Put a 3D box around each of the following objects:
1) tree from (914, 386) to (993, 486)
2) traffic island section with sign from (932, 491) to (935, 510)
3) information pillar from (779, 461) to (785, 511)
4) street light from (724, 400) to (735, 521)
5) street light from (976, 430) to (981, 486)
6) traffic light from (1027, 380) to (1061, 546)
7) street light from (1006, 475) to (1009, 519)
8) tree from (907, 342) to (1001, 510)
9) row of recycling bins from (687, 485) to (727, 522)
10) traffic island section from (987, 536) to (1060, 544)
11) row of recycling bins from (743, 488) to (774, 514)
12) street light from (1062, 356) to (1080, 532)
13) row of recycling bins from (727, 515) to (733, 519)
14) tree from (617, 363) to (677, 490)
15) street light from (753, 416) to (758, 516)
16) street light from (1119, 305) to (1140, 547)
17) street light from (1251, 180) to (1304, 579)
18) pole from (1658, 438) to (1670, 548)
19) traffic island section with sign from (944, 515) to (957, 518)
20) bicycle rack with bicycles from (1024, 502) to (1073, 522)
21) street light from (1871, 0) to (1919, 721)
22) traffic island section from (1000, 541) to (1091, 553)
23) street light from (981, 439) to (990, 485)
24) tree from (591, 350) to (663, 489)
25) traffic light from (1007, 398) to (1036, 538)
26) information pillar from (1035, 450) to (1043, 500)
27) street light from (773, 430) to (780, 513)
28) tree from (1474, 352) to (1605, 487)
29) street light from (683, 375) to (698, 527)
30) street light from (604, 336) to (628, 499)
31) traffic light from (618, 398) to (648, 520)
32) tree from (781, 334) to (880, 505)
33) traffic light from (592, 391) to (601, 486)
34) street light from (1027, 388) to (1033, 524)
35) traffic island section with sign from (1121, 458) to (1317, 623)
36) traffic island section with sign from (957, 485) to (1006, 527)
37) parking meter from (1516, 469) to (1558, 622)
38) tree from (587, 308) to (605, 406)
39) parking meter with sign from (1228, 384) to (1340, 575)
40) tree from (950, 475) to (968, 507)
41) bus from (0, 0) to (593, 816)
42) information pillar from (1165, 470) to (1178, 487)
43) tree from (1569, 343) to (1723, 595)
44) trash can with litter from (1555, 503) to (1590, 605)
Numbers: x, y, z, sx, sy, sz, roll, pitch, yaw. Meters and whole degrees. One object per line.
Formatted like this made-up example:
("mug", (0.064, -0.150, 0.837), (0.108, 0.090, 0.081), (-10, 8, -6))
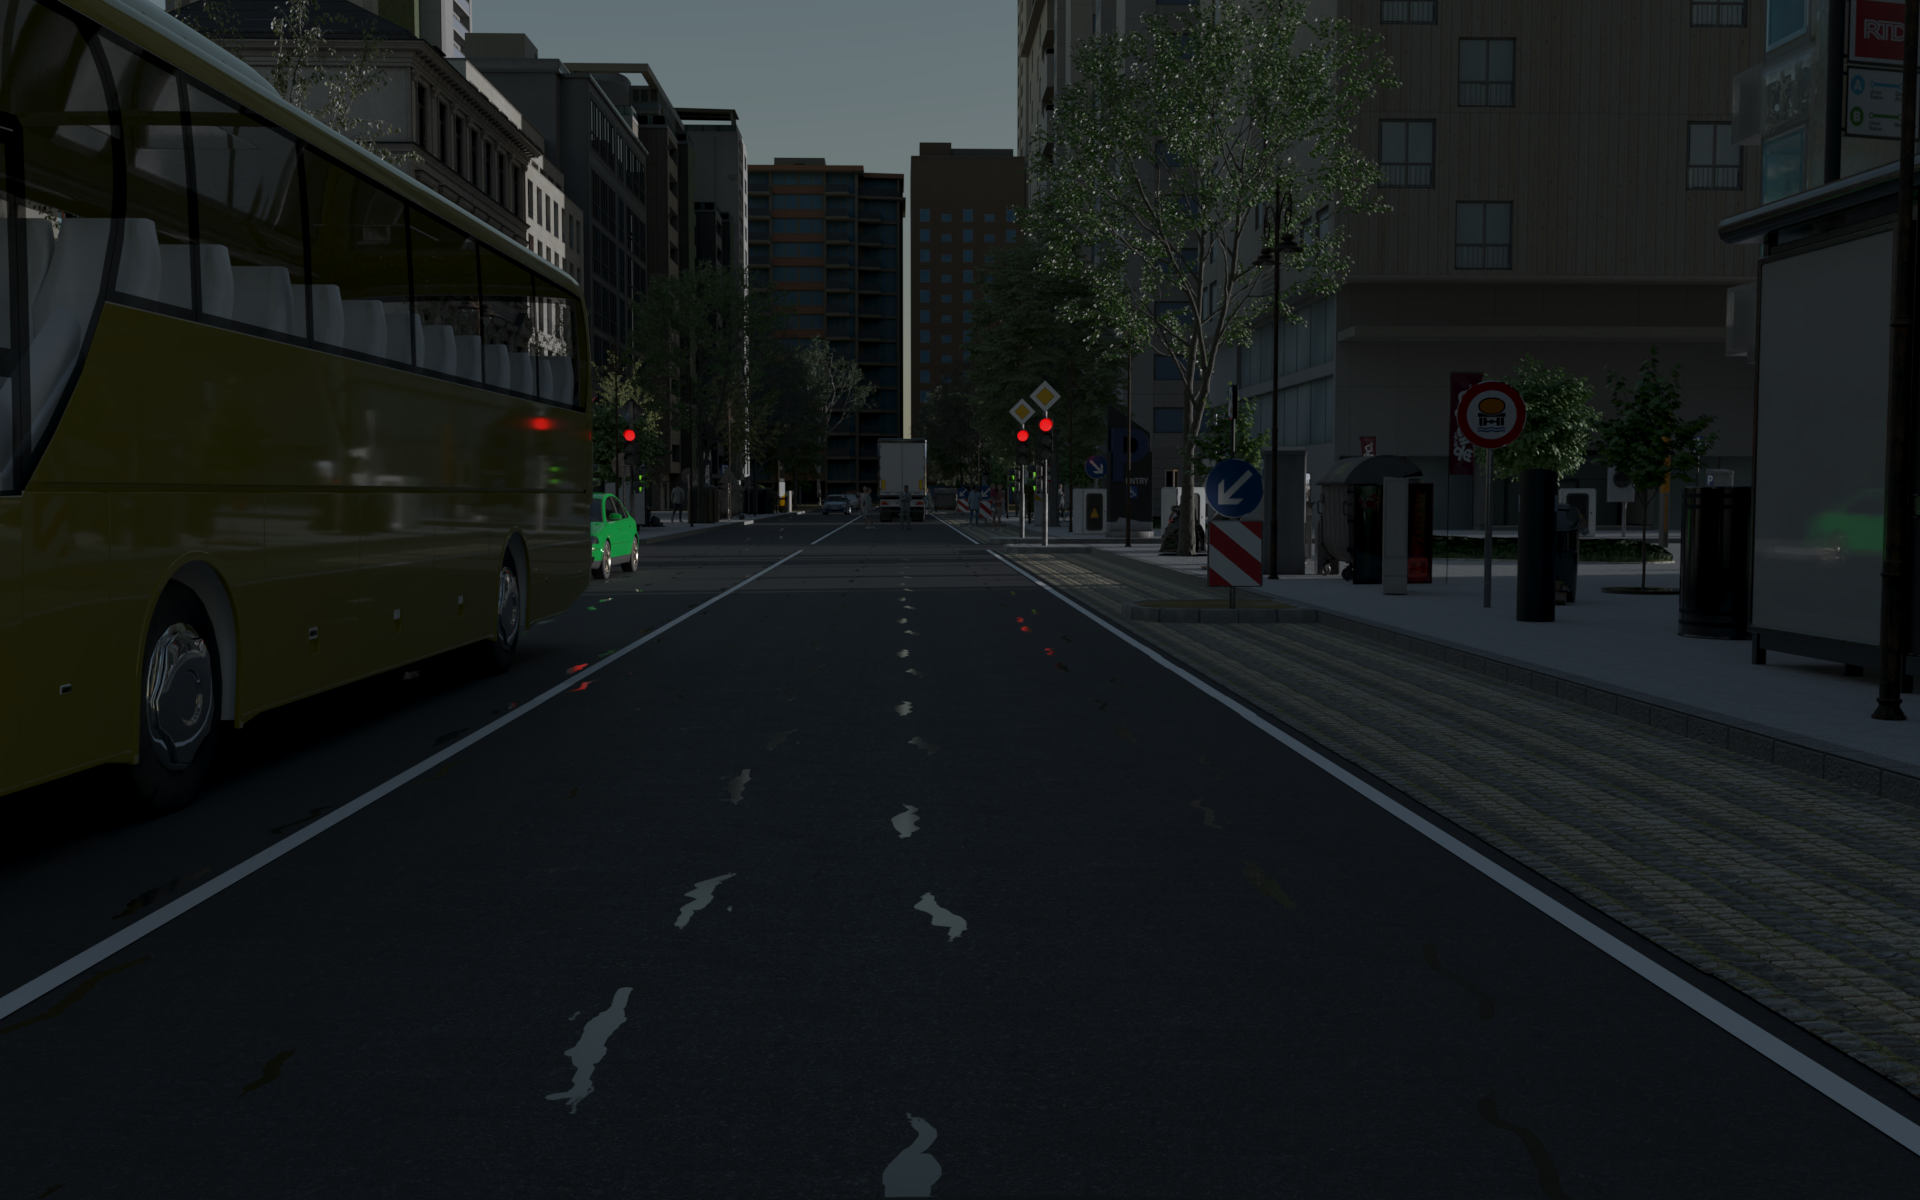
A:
("tree", (-0.643, -18.107, 202.702), (9.857, 13.997, 8.962), (0, 3, 0))
("traffic island section with sign", (-2.635, -10.458, 179.623), (1.989, 1.847, 2.006), (0, 4, -2))
("information pillar", (-12.479, -7.938, 121.147), (0.183, 3.616, 0.504), (3, 5, 44))
("street light", (-11.126, -6.777, 83.595), (0.468, 5.910, 1.993), (0, 4, -2))
("street light", (1.329, -9.311, 125.030), (0.468, 5.910, 1.993), (0, 4, -2))
("traffic light", (2.082, -3.301, 42.895), (0.839, 4.253, 0.868), (0, 4, -2))
("street light", (2.489, -7.210, 90.665), (0.468, 5.910, 1.993), (0, 4, -2))
("tree", (1.032, -14.018, 139.563), (12.009, 13.543, 11.850), (0, 3, 0))
("row of recycling bins", (-11.590, -4.371, 78.575), (1.069, 1.692, 3.534), (0, 4, 4))
("traffic island section", (1.843, -1.756, 50.991), (2.009, 0.180, 2.903), (0, 4, -2))
("row of recycling bins", (-13.198, -6.487, 113.175), (1.069, 1.692, 3.534), (-2, 4, -32))
("street light", (3.722, -5.212, 58.002), (0.468, 5.910, 1.993), (0, 4, -2))
("row of recycling bins", (-12.719, -5.193, 92.025), (1.069, 1.692, 3.534), (-1, 4, -14))
("tree", (-17.155, -8.745, 93.336), (4.360, 8.622, 3.978), (0, 3, 0))
("street light", (-11.855, -7.773, 99.881), (0.468, 5.910, 1.993), (0, 4, -2))
("street light", (4.091, -4.231, 41.970), (0.468, 5.910, 1.993), (0, 4, -2))
("street light", (4.722, -3.249, 25.916), (0.468, 5.910, 1.993), (0, 4, -2))
("pole", (16.828, -2.905, 41.341), (0.158, 3.312, 0.155), (0, 3, 0))
("traffic island section with sign", (0.033, -5.770, 102.974), (1.989, 1.847, 2.006), (0, 4, -2))
("bicycle rack with bicycles", (3.980, -3.968, 78.251), (2.852, 0.926, 2.925), (-2, 4, -35))
("street light", (5.300, -2.258, 9.704), (0.468, 5.910, 1.993), (0, 4, -2))
("traffic island section", (2.122, -1.268, 43.011), (2.009, 0.180, 2.903), (0, 4, -2))
("street light", (1.780, -8.290, 108.327), (0.468, 5.910, 1.993), (0, 4, -2))
("tree", (-17.152, -8.449, 88.505), (4.737, 8.622, 4.395), (0, 3, 0))
("traffic light", (1.803, -3.789, 50.875), (0.839, 4.253, 0.868), (0, 4, -2))
("information pillar", (3.557, -5.178, 76.016), (0.504, 3.616, 0.183), (1, 4, 10))
("street light", (-12.340, -8.777, 116.296), (0.468, 5.910, 1.993), (0, 4, -2))
("tree", (13.253, -3.456, 40.221), (4.285, 4.588, 4.351), (0, 3, 0))
("street light", (-10.452, -5.782, 67.322), (0.468, 5.910, 1.993), (0, 4, -2))
("street light", (-10.044, -4.765, 50.691), (0.468, 5.910, 1.993), (0, 4, -2))
("traffic light", (-9.551, -3.764, 50.464), (0.839, 4.253, 0.868), (0, 4, -2))
("tree", (-15.738, -21.187, 202.303), (12.611, 20.169, 13.585), (0, 3, 0))
("traffic light", (-9.272, -3.276, 42.484), (0.839, 4.253, 0.868), (0, 4, -2))
("street light", (2.999, -6.227, 74.606), (0.468, 5.910, 1.993), (0, 4, -2))
("traffic island section with sign", (2.916, -0.697, 20.017), (1.989, 1.847, 2.006), (0, 4, -2))
("traffic island section with sign", (0.986, -4.115, 75.910), (1.989, 1.847, 2.006), (0, 4, -2))
("parking meter", (5.815, -0.553, 17.455), (0.372, 1.533, 0.369), (0, 3, 0))
("tree", (-15.098, -6.925, 63.579), (4.360, 8.622, 3.978), (0, 3, 0))
("parking meter with sign", (5.177, -1.920, 27.647), (1.738, 3.016, 0.543), (0, 4, 2))
("tree", (-0.255, -11.048, 175.234), (1.663, 3.219, 1.824), (0, 3, 0))
("bus", (-4.741, -1.185, 10.916), (2.896, 3.916, 12.252), (0, 4, -1))
("information pillar", (6.412, -2.938, 52.525), (0.304, 2.012, 0.304), (2, 4, 33))
("tree", (8.979, -1.695, 22.323), (1.663, 3.219, 1.824), (0, 3, 0))
("trash can with litter", (7.050, -0.547, 20.333), (0.624, 1.170, 1.055), (1, 4, 21))
